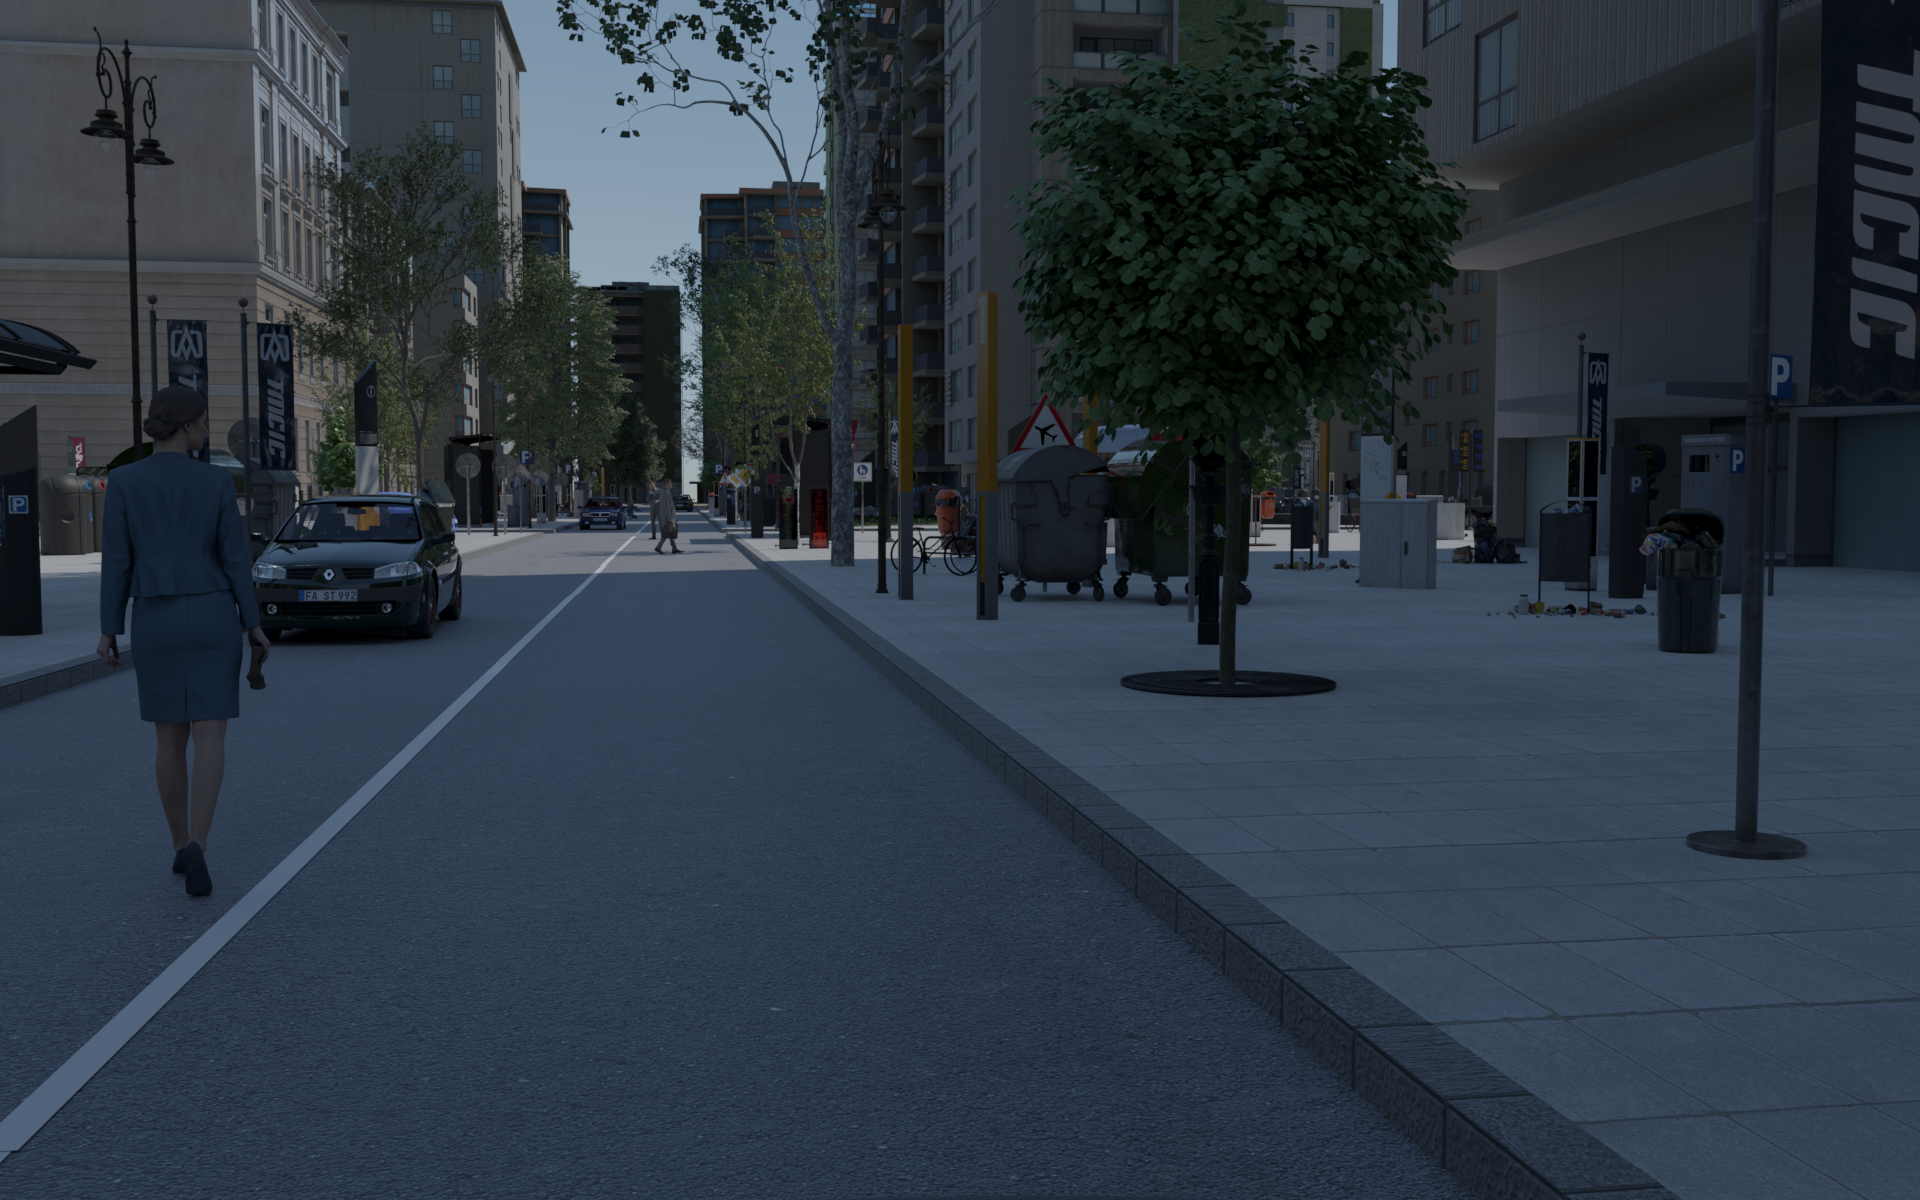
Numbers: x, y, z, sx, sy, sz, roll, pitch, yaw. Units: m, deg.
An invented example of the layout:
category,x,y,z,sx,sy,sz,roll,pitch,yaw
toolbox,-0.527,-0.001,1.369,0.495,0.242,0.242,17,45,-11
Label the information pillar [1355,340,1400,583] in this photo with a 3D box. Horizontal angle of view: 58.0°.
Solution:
category,x,y,z,sx,sy,sz,roll,pitch,yaw
information pillar,5.952,-2.043,24.762,0.504,3.616,0.183,3,5,40

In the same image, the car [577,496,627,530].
category,x,y,z,sx,sy,sz,roll,pitch,yaw
car,-14.480,-3.527,70.244,1.945,1.354,3.894,0,4,-8

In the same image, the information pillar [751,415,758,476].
category,x,y,z,sx,sy,sz,roll,pitch,yaw
information pillar,-6.029,-3.646,50.959,0.183,3.616,0.504,0,4,8

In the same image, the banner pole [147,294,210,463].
category,x,y,z,sx,sy,sz,roll,pitch,yaw
banner pole,-9.890,-1.947,21.851,0.863,3.779,0.401,-1,4,-14

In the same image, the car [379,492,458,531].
category,x,y,z,sx,sy,sz,roll,pitch,yaw
car,-19.086,-3.032,59.164,3.694,1.707,1.945,-1,4,-10

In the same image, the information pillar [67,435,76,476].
category,x,y,z,sx,sy,sz,roll,pitch,yaw
information pillar,-34.901,-4.700,68.207,0.504,3.616,0.183,1,4,18

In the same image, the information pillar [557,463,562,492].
category,x,y,z,sx,sy,sz,roll,pitch,yaw
information pillar,-30.544,-8.616,132.223,0.504,3.616,0.183,2,4,33

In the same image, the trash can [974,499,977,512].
category,x,y,z,sx,sy,sz,roll,pitch,yaw
trash can,0.795,-2.653,55.026,0.748,1.137,0.748,0,3,0

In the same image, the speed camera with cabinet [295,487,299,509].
category,x,y,z,sx,sy,sz,roll,pitch,yaw
speed camera with cabinet,-13.709,-2.361,32.942,2.038,3.252,0.660,-1,4,-8

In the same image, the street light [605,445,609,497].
category,x,y,z,sx,sy,sz,roll,pitch,yaw
street light,-27.403,-9.867,134.117,0.468,5.910,1.993,-1,4,-9

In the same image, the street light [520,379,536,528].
category,x,y,z,sx,sy,sz,roll,pitch,yaw
street light,-16.048,-5.609,64.496,0.468,5.910,1.993,-1,4,-9

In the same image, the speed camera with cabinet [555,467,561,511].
category,x,y,z,sx,sy,sz,roll,pitch,yaw
speed camera with cabinet,-29.638,-8.124,127.166,0.660,3.252,2.038,-1,4,-11

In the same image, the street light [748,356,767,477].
category,x,y,z,sx,sy,sz,roll,pitch,yaw
street light,-6.617,-5.155,57.064,0.468,5.910,1.993,-1,4,-9

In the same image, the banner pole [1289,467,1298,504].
category,x,y,z,sx,sy,sz,roll,pitch,yaw
banner pole,20.354,-7.066,105.545,0.863,3.779,0.401,0,4,6

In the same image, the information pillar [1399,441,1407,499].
category,x,y,z,sx,sy,sz,roll,pitch,yaw
information pillar,19.525,-5.210,76.540,0.504,3.616,0.183,-1,4,-13

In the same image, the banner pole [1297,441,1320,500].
category,x,y,z,sx,sy,sz,roll,pitch,yaw
banner pole,16.509,-5.607,81.689,0.863,3.779,0.401,-2,4,-33

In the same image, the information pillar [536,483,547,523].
category,x,y,z,sx,sy,sz,roll,pitch,yaw
information pillar,-18.301,-4.356,75.712,0.304,2.012,0.304,2,4,26

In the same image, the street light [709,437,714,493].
category,x,y,z,sx,sy,sz,roll,pitch,yaw
street light,-19.857,-10.131,138.421,0.468,5.910,1.993,-1,4,-9

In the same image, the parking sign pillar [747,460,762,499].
category,x,y,z,sx,sy,sz,roll,pitch,yaw
parking sign pillar,-12.214,-7.070,104.073,1.447,3.967,1.447,3,4,39

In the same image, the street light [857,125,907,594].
category,x,y,z,sx,sy,sz,roll,pitch,yaw
street light,-1.008,-3.025,22.243,0.468,5.910,1.993,-1,4,-9

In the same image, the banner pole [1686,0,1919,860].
category,x,y,z,sx,sy,sz,roll,pitch,yaw
banner pole,3.052,-0.981,6.054,0.863,3.779,0.401,2,4,26

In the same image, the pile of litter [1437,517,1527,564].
category,x,y,z,sx,sy,sz,roll,pitch,yaw
pile of litter,9.678,-1.120,32.270,1.719,0.858,1.176,1,4,18

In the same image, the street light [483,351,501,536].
category,x,y,z,sx,sy,sz,roll,pitch,yaw
street light,-14.143,-4.881,52.591,0.468,5.910,1.993,-1,4,-9

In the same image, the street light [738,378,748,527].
category,x,y,z,sx,sy,sz,roll,pitch,yaw
street light,-8.451,-5.823,67.994,0.468,5.910,1.993,-1,4,-9

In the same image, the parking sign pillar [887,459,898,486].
category,x,y,z,sx,sy,sz,roll,pitch,yaw
parking sign pillar,-3.467,-6.559,95.704,1.447,3.967,1.447,1,4,15

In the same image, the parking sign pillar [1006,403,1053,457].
category,x,y,z,sx,sy,sz,roll,pitch,yaw
parking sign pillar,1.999,-3.750,49.786,1.447,3.967,1.447,0,4,-6

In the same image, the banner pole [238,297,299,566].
category,x,y,z,sx,sy,sz,roll,pitch,yaw
banner pole,-8.948,-1.974,22.297,0.863,3.779,0.401,-3,5,-41

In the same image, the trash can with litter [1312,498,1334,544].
category,x,y,z,sx,sy,sz,roll,pitch,yaw
trash can with litter,9.140,-2.024,44.478,0.624,1.170,1.055,2,4,33

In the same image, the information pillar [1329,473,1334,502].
category,x,y,z,sx,sy,sz,roll,pitch,yaw
information pillar,12.681,-3.378,59.721,0.304,2.012,0.304,3,5,42

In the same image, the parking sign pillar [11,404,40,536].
category,x,y,z,sx,sy,sz,roll,pitch,yaw
parking sign pillar,-28.301,-3.881,51.919,1.447,3.967,1.447,-1,4,-16

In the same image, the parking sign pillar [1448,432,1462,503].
category,x,y,z,sx,sy,sz,roll,pitch,yaw
parking sign pillar,21.536,-5.314,75.358,1.447,3.967,1.447,1,4,23

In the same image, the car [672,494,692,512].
category,x,y,z,sx,sy,sz,roll,pitch,yaw
car,-22.069,-7.732,136.197,2.009,1.686,4.222,-1,4,-10

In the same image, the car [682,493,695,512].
category,x,y,z,sx,sy,sz,roll,pitch,yaw
car,-22.853,-8.129,142.702,2.009,1.686,4.222,-1,4,-9

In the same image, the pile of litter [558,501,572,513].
category,x,y,z,sx,sy,sz,roll,pitch,yaw
pile of litter,-26.658,-6.280,116.638,1.176,0.858,1.719,-3,4,-37

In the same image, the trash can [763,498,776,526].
category,x,y,z,sx,sy,sz,roll,pitch,yaw
trash can,-7.672,-3.524,69.278,0.748,1.137,0.748,0,3,0

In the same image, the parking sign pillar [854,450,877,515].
category,x,y,z,sx,sy,sz,roll,pitch,yaw
parking sign pillar,-5.772,-7.122,104.912,1.447,3.967,1.447,-3,5,-40

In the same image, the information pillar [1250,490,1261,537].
category,x,y,z,sx,sy,sz,roll,pitch,yaw
information pillar,8.736,-2.868,51.385,0.304,2.012,0.304,-1,4,-11

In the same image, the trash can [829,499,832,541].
category,x,y,z,sx,sy,sz,roll,pitch,yaw
trash can,-3.716,-2.197,47.582,0.748,1.137,0.748,0,3,0

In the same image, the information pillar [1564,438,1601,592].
category,x,y,z,sx,sy,sz,roll,pitch,yaw
information pillar,8.232,-1.127,22.911,0.304,2.012,0.304,-1,4,-21

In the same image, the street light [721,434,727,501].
category,x,y,z,sx,sy,sz,roll,pitch,yaw
street light,-14.145,-8.002,103.617,0.468,5.910,1.993,-1,4,-9

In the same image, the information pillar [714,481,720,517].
category,x,y,z,sx,sy,sz,roll,pitch,yaw
information pillar,-13.878,-5.767,98.780,0.304,2.012,0.304,0,4,-4

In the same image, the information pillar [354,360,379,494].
category,x,y,z,sx,sy,sz,roll,pitch,yaw
information pillar,-10.331,-2.376,30.206,0.183,3.616,0.504,2,4,24

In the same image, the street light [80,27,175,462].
category,x,y,z,sx,sy,sz,roll,pitch,yaw
street light,-8.471,-2.752,17.779,0.468,5.910,1.993,-1,4,-9

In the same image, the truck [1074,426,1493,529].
category,x,y,z,sx,sy,sz,roll,pitch,yaw
truck,12.816,-4.635,65.549,18.799,4.110,2.967,-1,4,-11

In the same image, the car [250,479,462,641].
category,x,y,z,sx,sy,sz,roll,pitch,yaw
car,-6.299,-0.518,18.256,2.009,1.686,4.222,-1,4,-10

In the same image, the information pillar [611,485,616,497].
category,x,y,z,sx,sy,sz,roll,pitch,yaw
information pillar,-27.558,-8.146,137.682,0.304,2.012,0.304,1,4,12

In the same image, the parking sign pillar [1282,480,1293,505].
category,x,y,z,sx,sy,sz,roll,pitch,yaw
parking sign pillar,23.692,-8.438,126.441,1.447,3.967,1.447,-1,4,-18

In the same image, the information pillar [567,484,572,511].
category,x,y,z,sx,sy,sz,roll,pitch,yaw
information pillar,-28.825,-7.539,127.760,0.304,2.012,0.304,0,4,-6

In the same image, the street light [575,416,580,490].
category,x,y,z,sx,sy,sz,roll,pitch,yaw
street light,-21.855,-7.737,99.285,0.468,5.910,1.993,-1,4,-9
